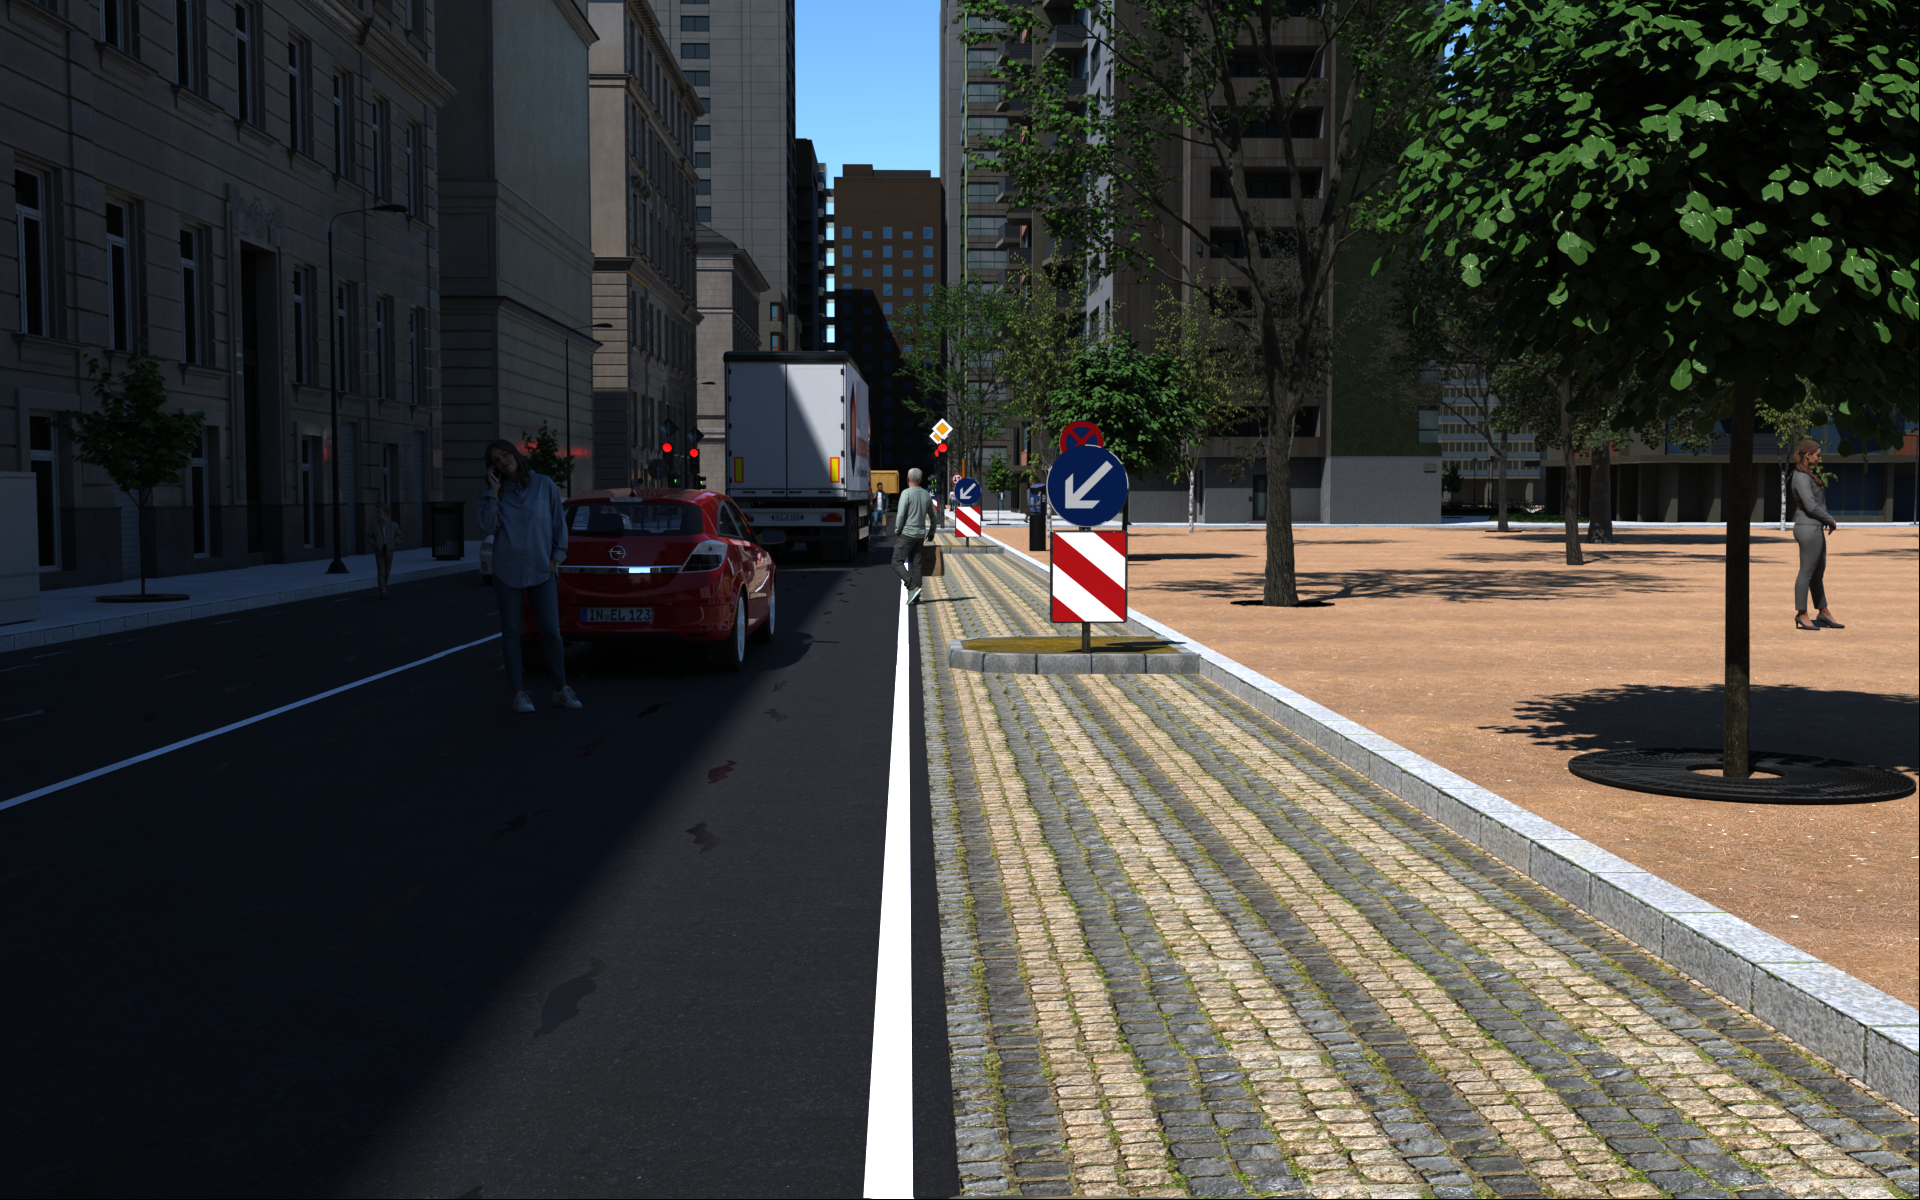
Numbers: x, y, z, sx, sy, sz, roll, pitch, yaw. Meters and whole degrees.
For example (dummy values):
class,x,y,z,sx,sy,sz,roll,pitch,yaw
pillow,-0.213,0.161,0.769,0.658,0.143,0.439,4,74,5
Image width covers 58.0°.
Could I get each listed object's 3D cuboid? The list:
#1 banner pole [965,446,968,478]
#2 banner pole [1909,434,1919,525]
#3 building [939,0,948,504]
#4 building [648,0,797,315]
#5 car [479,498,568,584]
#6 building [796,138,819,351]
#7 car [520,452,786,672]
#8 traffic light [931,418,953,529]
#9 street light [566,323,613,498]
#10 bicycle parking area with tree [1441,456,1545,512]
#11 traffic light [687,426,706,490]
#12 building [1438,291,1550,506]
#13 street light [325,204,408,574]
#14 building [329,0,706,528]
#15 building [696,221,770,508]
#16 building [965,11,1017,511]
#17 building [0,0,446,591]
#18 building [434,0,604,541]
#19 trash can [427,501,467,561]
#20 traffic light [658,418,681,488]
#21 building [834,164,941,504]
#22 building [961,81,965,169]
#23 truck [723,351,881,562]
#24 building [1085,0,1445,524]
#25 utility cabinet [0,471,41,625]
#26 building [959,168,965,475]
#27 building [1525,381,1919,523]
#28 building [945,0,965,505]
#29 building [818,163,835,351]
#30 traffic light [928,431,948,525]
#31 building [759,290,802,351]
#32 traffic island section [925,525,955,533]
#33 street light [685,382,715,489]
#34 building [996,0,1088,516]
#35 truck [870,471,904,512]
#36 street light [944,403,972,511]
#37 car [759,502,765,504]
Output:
class,x,y,z,sx,sy,sz,roll,pitch,yaw
banner pole,0.329,-6.183,91.108,0.401,3.779,0.863,0,4,-4
banner pole,40.319,-5.048,72.553,0.863,3.779,0.401,1,4,14
building,7.506,-49.124,241.434,20.611,71.187,20.563,0,4,-2
building,-25.835,-45.675,185.030,20.563,71.187,20.611,0,4,-2
car,-6.707,-1.032,29.234,2.083,1.381,4.827,0,4,0
building,-24.930,-34.489,214.009,14.200,45.320,14.600,0,4,-2
car,-2.675,-0.394,15.477,2.155,1.783,4.494,0,4,-1
traffic light,-0.666,-4.601,64.146,0.839,4.253,0.868,0,4,-2
street light,-10.135,-4.566,47.196,1.470,5.913,1.316,0,4,-2
bicycle parking area with tree,42.900,-9.472,141.871,9.016,4.147,8.231,3,5,42
traffic light,-10.966,-5.069,71.806,0.839,4.253,0.868,0,4,-2
building,58.329,-31.496,206.834,23.993,40.220,32.217,0,4,-2
street light,-9.536,-3.384,27.864,1.470,5.913,1.316,0,4,-2
building,-19.904,-17.544,84.113,12.463,27.353,25.104,0,4,-2
building,-19.711,-16.319,117.729,10.553,20.767,40.483,0,4,-2
building,7.339,-27.920,140.093,14.154,41.232,14.086,0,4,-2
building,-17.987,-14.225,29.841,12.463,27.353,25.104,0,4,-2
building,-27.094,-13.493,53.901,30.059,22.955,16.112,0,4,-2
trash can,-9.920,-1.339,33.540,0.748,1.137,0.748,0,3,0
traffic light,-10.722,-4.581,63.825,0.839,4.253,0.868,0,4,-2
building,-9.853,-35.962,238.089,14.200,45.320,14.600,0,4,-2
building,11.415,-34.153,178.005,23.786,49.044,30.456,0,4,-2
truck,-3.420,-3.100,39.591,2.839,4.237,11.283,0,4,0
building,13.398,-18.830,79.580,14.107,30.474,14.160,0,4,-2
utility cabinet,-9.457,-0.507,16.964,0.318,1.500,1.173,0,4,-4
building,6.875,-23.516,156.184,14.160,30.474,14.107,0,4,-2
building,44.078,-26.393,86.158,28.867,44.769,22.147,0,4,-2
building,8.778,-40.669,206.929,21.231,58.520,28.212,0,4,-2
building,-32.556,-38.067,242.009,30.456,49.044,23.786,0,4,-2
traffic light,-0.910,-5.089,72.128,0.839,4.253,0.868,0,4,-2
building,-29.400,-19.327,161.040,27.650,21.520,28.899,0,4,-2
traffic island section,-0.626,-2.568,64.262,2.009,0.180,2.903,0,4,-2
street light,-10.806,-6.065,71.702,1.470,5.913,1.316,0,4,-2
building,13.638,-27.882,110.489,22.147,44.769,28.867,0,4,-2
truck,-6.304,-8.898,141.402,3.469,3.379,9.791,0,4,-2
street light,0.019,-7.117,88.908,1.470,5.913,1.316,0,4,-2
car,-7.787,-4.073,75.271,2.281,1.827,5.304,0,4,-4
